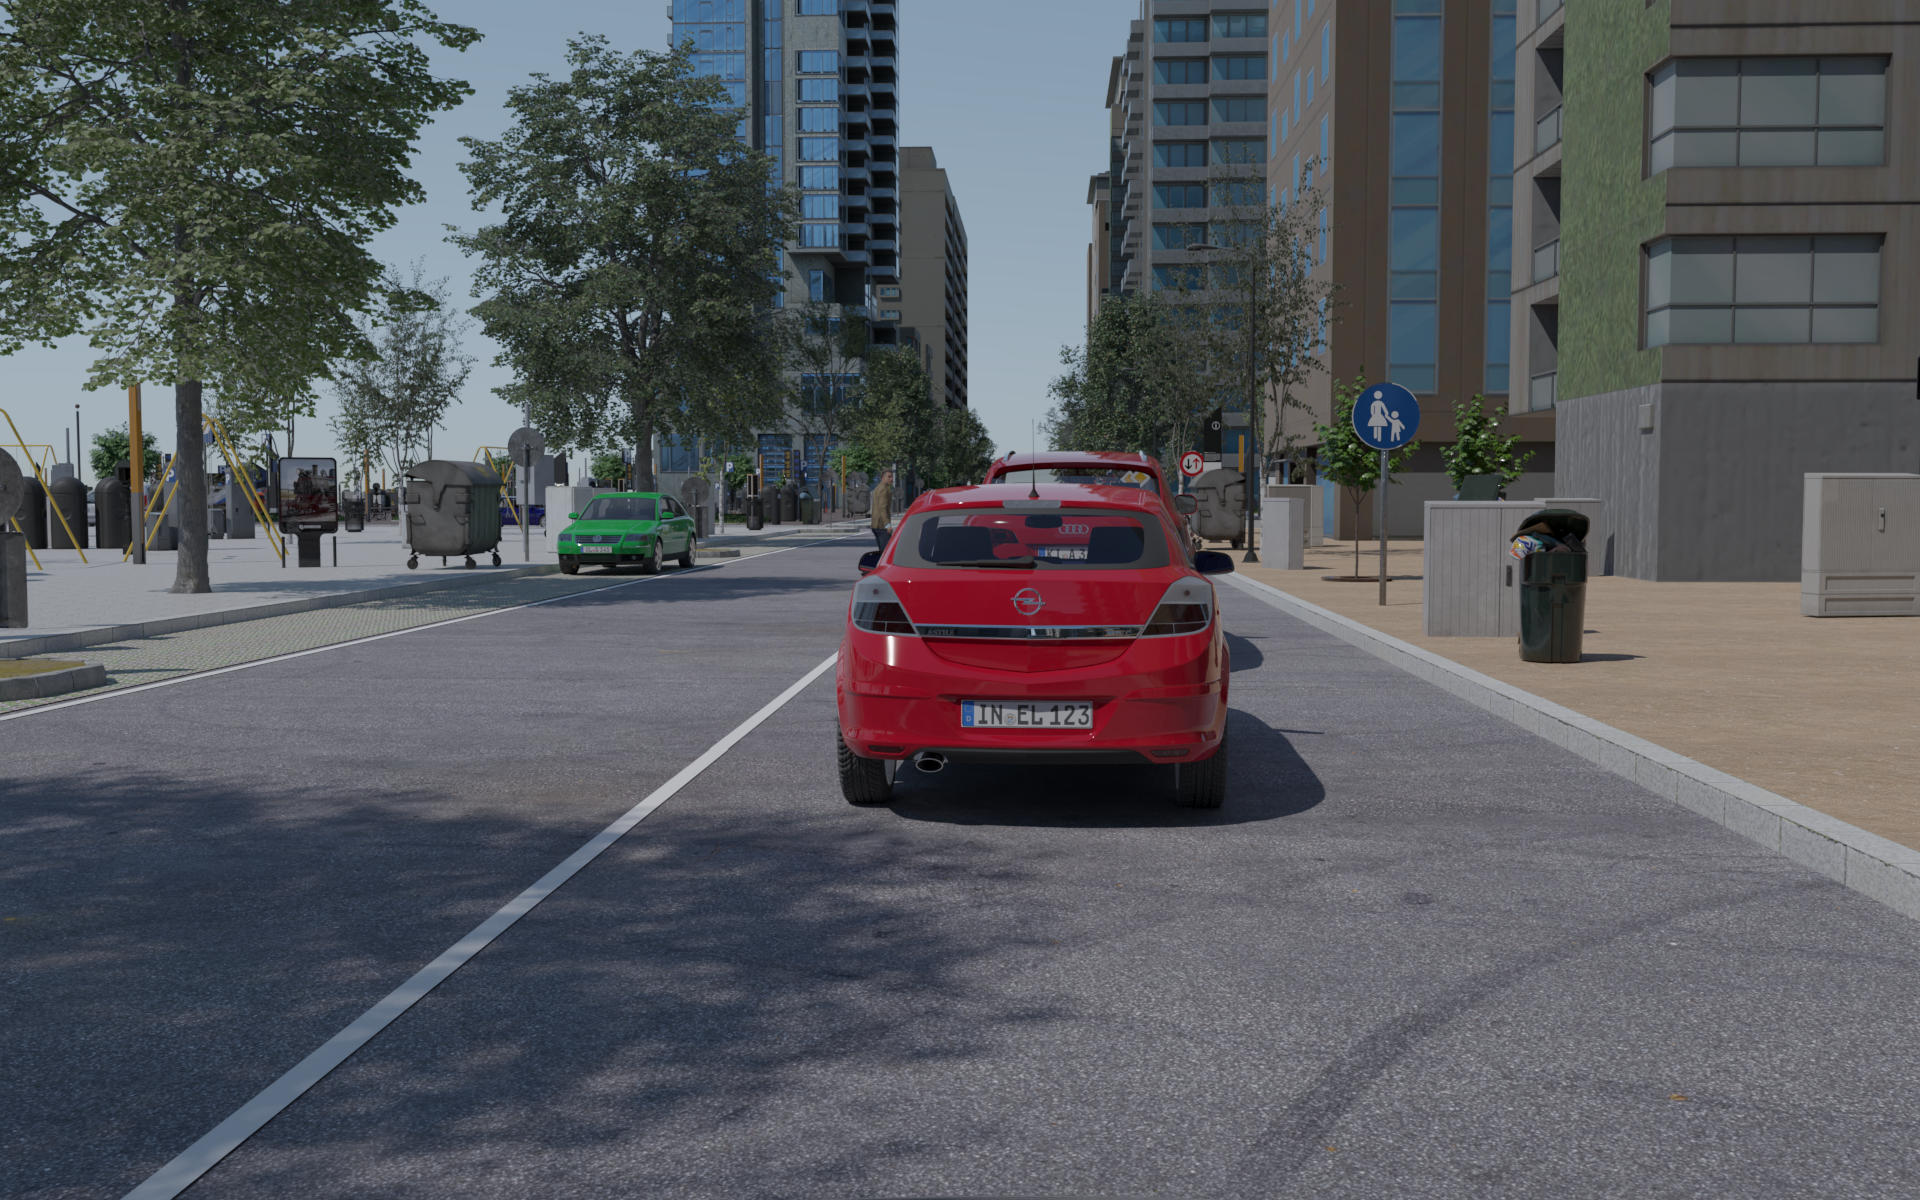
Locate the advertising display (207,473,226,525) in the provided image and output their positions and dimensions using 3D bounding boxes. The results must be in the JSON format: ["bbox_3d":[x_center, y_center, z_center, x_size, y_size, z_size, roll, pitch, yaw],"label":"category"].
[{"bbox_3d":[-22.705,-2.918,52.930,0.123,1.923,0.974,3,5,43],"label":"advertising display"}]

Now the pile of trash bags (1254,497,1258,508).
[{"bbox_3d":[21.599,-7.292,128.982,1.912,1.369,3.447,-1,4,-18],"label":"pile of trash bags"}]

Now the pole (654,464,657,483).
[{"bbox_3d":[-20.547,-7.524,116.857,0.158,3.312,0.155,0,3,0],"label":"pole"}]

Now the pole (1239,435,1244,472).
[{"bbox_3d":[9.775,-4.060,60.231,0.158,3.312,0.155,0,3,0],"label":"pole"}]

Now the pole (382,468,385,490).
[{"bbox_3d":[-45.866,-8.809,137.873,0.158,3.312,0.155,0,3,0],"label":"pole"}]

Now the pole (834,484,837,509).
[{"bbox_3d":[-10.585,-9.374,147.108,0.158,3.312,0.155,0,3,0],"label":"pole"}]

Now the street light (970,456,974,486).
[{"bbox_3d":[0.989,-14.669,212.383,1.470,5.913,1.316,0,4,3],"label":"street light"}]

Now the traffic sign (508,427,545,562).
[{"bbox_3d":[-8.232,-2.003,32.862,0.768,2.556,0.104,1,4,12],"label":"traffic sign"}]

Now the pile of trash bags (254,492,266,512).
[{"bbox_3d":[-54.991,-7.627,134.459,1.912,1.369,3.447,-3,5,-40],"label":"pile of trash bags"}]

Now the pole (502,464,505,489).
[{"bbox_3d":[-30.767,-7.519,116.776,0.158,3.312,0.155,0,3,0],"label":"pole"}]

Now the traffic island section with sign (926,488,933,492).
[{"bbox_3d":[-2.045,-6.935,122.022,1.989,1.847,2.006,0,4,3],"label":"traffic island section with sign"}]

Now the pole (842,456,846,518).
[{"bbox_3d":[-6.238,-6.061,92.941,0.158,3.312,0.155,0,3,0],"label":"pole"}]

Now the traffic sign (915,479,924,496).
[{"bbox_3d":[-3.357,-8.796,143.918,0.768,2.556,0.104,0,4,5],"label":"traffic sign"}]

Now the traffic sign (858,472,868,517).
[{"bbox_3d":[-5.589,-6.021,98.554,0.768,2.556,0.104,1,4,10],"label":"traffic sign"}]

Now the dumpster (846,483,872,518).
[{"bbox_3d":[-5.414,-5.311,92.592,1.264,1.857,1.865,0,4,3],"label":"dumpster"}]

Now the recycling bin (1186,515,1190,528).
[{"bbox_3d":[8.339,-3.176,64.481,0.722,1.027,0.722,1,4,18],"label":"recycling bin"}]

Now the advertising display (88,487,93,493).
[{"bbox_3d":[-75.252,-8.812,149.290,0.974,1.923,0.123,-1,4,-13],"label":"advertising display"}]

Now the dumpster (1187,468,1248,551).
[{"bbox_3d":[5.956,-2.095,40.004,1.264,1.857,1.865,0,4,3],"label":"dumpster"}]

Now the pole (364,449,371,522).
[{"bbox_3d":[-27.110,-5.222,79.228,0.158,3.312,0.155,0,3,0],"label":"pole"}]

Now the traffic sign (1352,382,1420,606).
[{"bbox_3d":[4.866,-1.208,19.858,0.768,2.556,0.104,0,4,6],"label":"traffic sign"}]

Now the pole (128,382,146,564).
[{"bbox_3d":[-14.996,-2.307,31.558,0.158,3.312,0.155,0,3,0],"label":"pole"}]

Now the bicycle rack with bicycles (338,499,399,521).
[{"bbox_3d":[-28.722,-4.338,84.309,2.925,0.926,2.852,0,4,-1],"label":"bicycle rack with bicycles"}]

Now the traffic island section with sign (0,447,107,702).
[{"bbox_3d":[-7.392,-0.236,12.486,1.989,1.847,2.006,0,4,3],"label":"traffic island section with sign"}]

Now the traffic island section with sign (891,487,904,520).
[{"bbox_3d":[-3.365,-5.289,95.099,1.989,1.847,2.006,0,4,3],"label":"traffic island section with sign"}]

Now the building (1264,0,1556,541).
[{"bbox_3d":[17.269,-24.607,52.443,14.600,45.320,14.200,0,4,3],"label":"building"}]

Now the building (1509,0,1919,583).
[{"bbox_3d":[17.479,-21.213,30.430,14.154,41.232,14.086,0,4,3],"label":"building"}]

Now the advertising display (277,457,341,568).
[{"bbox_3d":[-11.376,-1.530,30.230,0.974,1.923,0.123,-2,4,-29],"label":"advertising display"}]

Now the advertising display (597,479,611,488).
[{"bbox_3d":[-15.588,-4.323,75.896,0.123,1.923,0.974,1,4,19],"label":"advertising display"}]

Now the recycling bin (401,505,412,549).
[{"bbox_3d":[-12.666,-1.729,40.826,0.722,1.027,0.722,1,4,14],"label":"recycling bin"}]

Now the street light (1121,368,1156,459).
[{"bbox_3d":[6.655,-5.594,64.010,1.470,5.913,1.316,0,4,3],"label":"street light"}]

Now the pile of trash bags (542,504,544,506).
[{"bbox_3d":[-20.390,-4.949,90.661,3.447,1.369,1.912,0,4,-3],"label":"pile of trash bags"}]

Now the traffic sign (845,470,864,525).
[{"bbox_3d":[-4.429,-4.218,72.614,0.795,2.450,0.064,0,4,3],"label":"traffic sign"}]

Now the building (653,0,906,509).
[{"bbox_3d":[-15.881,-51.981,162.565,22.319,86.520,31.000,0,4,3],"label":"building"}]

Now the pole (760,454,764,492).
[{"bbox_3d":[-10.195,-5.828,89.127,0.158,3.312,0.155,0,3,0],"label":"pole"}]

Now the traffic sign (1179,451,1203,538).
[{"bbox_3d":[6.829,-3.111,50.965,0.768,2.556,0.104,0,4,8],"label":"traffic sign"}]

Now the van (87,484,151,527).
[{"bbox_3d":[-34.556,-3.871,70.309,4.112,2.044,2.013,0,4,2],"label":"van"}]

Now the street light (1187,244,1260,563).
[{"bbox_3d":[4.909,-3.656,32.311,1.470,5.913,1.316,0,4,3],"label":"street light"}]

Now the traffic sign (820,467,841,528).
[{"bbox_3d":[-4.818,-3.731,64.638,0.795,2.450,0.064,0,4,3],"label":"traffic sign"}]

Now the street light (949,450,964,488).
[{"bbox_3d":[-0.601,-12.730,180.677,1.470,5.913,1.316,0,4,3],"label":"street light"}]

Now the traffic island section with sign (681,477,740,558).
[{"bbox_3d":[-6.069,-1.883,39.409,1.989,1.847,2.006,0,4,3],"label":"traffic island section with sign"}]

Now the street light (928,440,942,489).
[{"bbox_3d":[-2.155,-10.791,148.969,1.470,5.913,1.316,0,4,3],"label":"street light"}]

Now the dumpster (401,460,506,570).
[{"bbox_3d":[-8.755,-1.481,29.980,1.264,1.857,1.865,0,4,3],"label":"dumpster"}]

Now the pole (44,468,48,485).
[{"bbox_3d":[-71.273,-8.640,135.115,0.158,3.312,0.155,0,3,0],"label":"pole"}]

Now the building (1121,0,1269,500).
[{"bbox_3d":[26.509,-33.119,161.096,23.786,49.044,30.456,0,4,3],"label":"building"}]

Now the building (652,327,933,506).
[{"bbox_3d":[-17.766,-21.380,194.600,27.650,21.520,28.899,0,4,3],"label":"building"}]

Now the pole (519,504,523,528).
[{"bbox_3d":[-16.642,-4.394,65.693,0.158,3.312,0.155,0,3,0],"label":"pole"}]
